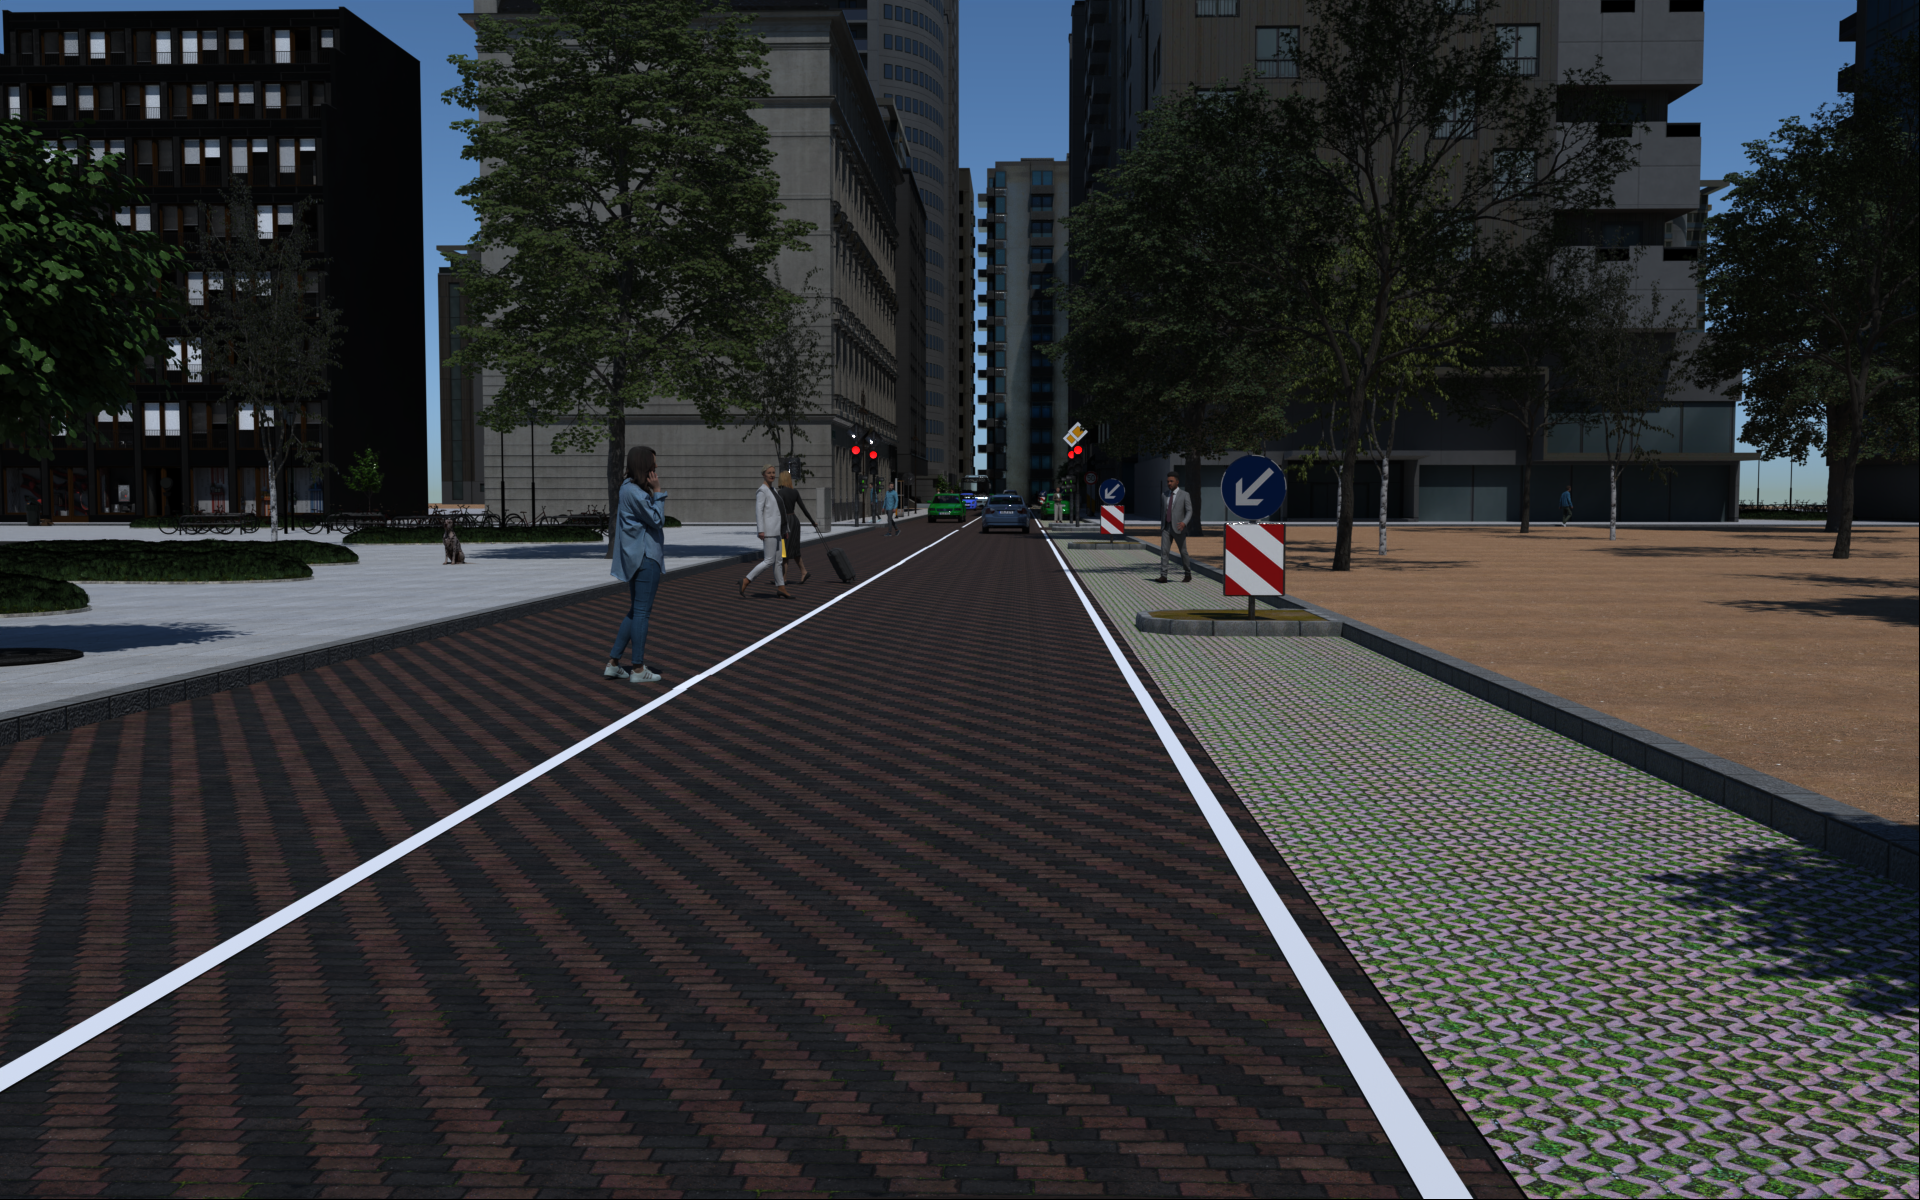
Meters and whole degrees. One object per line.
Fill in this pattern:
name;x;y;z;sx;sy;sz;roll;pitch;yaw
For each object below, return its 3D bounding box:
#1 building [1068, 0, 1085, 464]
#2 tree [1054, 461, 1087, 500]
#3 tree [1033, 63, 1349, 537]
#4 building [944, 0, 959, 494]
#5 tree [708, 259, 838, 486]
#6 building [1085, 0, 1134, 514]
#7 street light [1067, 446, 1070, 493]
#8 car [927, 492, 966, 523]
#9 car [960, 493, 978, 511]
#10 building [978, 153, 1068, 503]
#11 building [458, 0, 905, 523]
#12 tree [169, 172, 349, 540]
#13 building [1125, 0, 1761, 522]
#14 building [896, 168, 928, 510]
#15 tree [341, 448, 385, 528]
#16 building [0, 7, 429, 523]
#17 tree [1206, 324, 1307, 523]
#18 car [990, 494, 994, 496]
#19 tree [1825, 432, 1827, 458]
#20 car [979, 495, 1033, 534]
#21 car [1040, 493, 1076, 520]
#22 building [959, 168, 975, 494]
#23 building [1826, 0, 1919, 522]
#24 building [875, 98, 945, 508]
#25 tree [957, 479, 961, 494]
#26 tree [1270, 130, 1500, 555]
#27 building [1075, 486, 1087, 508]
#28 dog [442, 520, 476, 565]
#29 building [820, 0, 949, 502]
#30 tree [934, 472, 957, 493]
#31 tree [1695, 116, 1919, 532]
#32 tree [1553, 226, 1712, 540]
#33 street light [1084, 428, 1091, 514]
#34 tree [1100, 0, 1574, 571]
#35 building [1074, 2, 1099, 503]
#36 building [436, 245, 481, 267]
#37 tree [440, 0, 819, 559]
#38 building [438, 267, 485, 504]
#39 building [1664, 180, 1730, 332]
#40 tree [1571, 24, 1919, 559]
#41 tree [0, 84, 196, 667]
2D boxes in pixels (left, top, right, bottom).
building;23.670;-40.848;209.861;21.231;58.520;28.212;0;4;2
tree;9.431;-9.899;145.569;4.285;4.588;4.351;0;3;0
tree;6.960;-8.909;52.324;9.857;13.997;8.962;0;3;0
building;-10.728;-47.491;214.729;20.611;71.187;20.563;0;4;2
tree;-5.563;-6.283;53.093;4.360;8.622;3.978;0;3;0
building;20.267;-30.805;123.264;23.786;49.044;30.456;0;4;2
street light;9.421;-10.812;149.563;0.468;5.910;1.993;0;4;2
car;-0.648;-4.820;87.610;1.959;1.807;4.718;0;4;3
car;0.595;-8.525;148.970;1.945;1.707;3.694;0;4;2
building;17.859;-38.303;245.865;30.456;49.044;23.786;0;4;2
building;-12.888;-19.708;98.633;17.030;29.872;44.131;0;4;2
tree;-15.921;-5.471;39.814;4.360;8.622;3.978;0;3;0
building;22.349;-30.587;89.338;27.495;52.752;28.713;0;4;2
building;-10.178;-20.747;132.718;14.314;27.812;24.014;0;4;2
tree;-22.453;-4.369;66.037;1.663;3.219;1.824;0;3;0
building;-35.731;-15.520;83.434;15.834;23.373;12.332;0;4;2
tree;10.385;-6.791;61.389;4.360;8.622;3.978;0;3;0
car;3.787;-13.211;224.802;1.959;1.807;4.718;0;4;3
tree;64.425;-9.395;116.510;11.467;7.101;20.602;0;4;0
car;1.690;-3.184;64.061;2.014;1.417;4.499;0;4;1
car;5.361;-5.261;94.814;1.959;1.807;4.718;0;4;0
building;-8.823;-37.988;244.800;21.600;48.544;21.300;0;4;2
building;50.869;-26.274;79.690;14.200;45.320;14.600;0;4;2
building;-17.720;-28.825;163.171;32.217;40.220;23.993;0;4;2
tree;0.072;-12.813;204.090;1.663;3.219;1.824;0;3;0
tree;9.018;-5.253;36.256;4.737;8.622;4.395;0;3;0
building;27.275;-28.846;163.509;32.217;40.220;23.993;0;4;2
dog;-9.169;-1.062;31.738;0.800;0.831;0.513;-3;5;-42
building;-12.350;-39.628;189.908;21.231;58.520;28.212;0;4;2
tree;-1.627;-9.427;148.727;1.663;3.219;1.824;0;3;0
tree;29.550;-9.245;57.807;9.857;13.997;8.962;0;3;0
tree;18.115;-5.943;47.527;4.360;8.622;3.978;0;3;0
street light;8.215;-8.490;111.601;0.468;5.910;1.993;0;4;2
tree;6.456;-5.746;28.365;8.767;10.594;7.601;-1;4;-15
building;21.650;-45.675;185.034;20.563;71.187;20.611;0;4;2
building;-60.473;-34.286;252.461;23.993;40.220;32.217;0;4;2
tree;-6.456;-7.101;34.231;7.486;12.596;7.792;0;3;0
building;-57.215;-27.457;220.617;14.107;30.474;14.160;0;4;2
building;73.293;-31.495;206.822;23.993;40.220;32.217;0;4;2
tree;17.738;-6.083;33.866;8.767;10.594;7.601;-3;5;-42
tree;-7.654;-1.804;13.213;4.285;4.588;4.351;0;3;0
